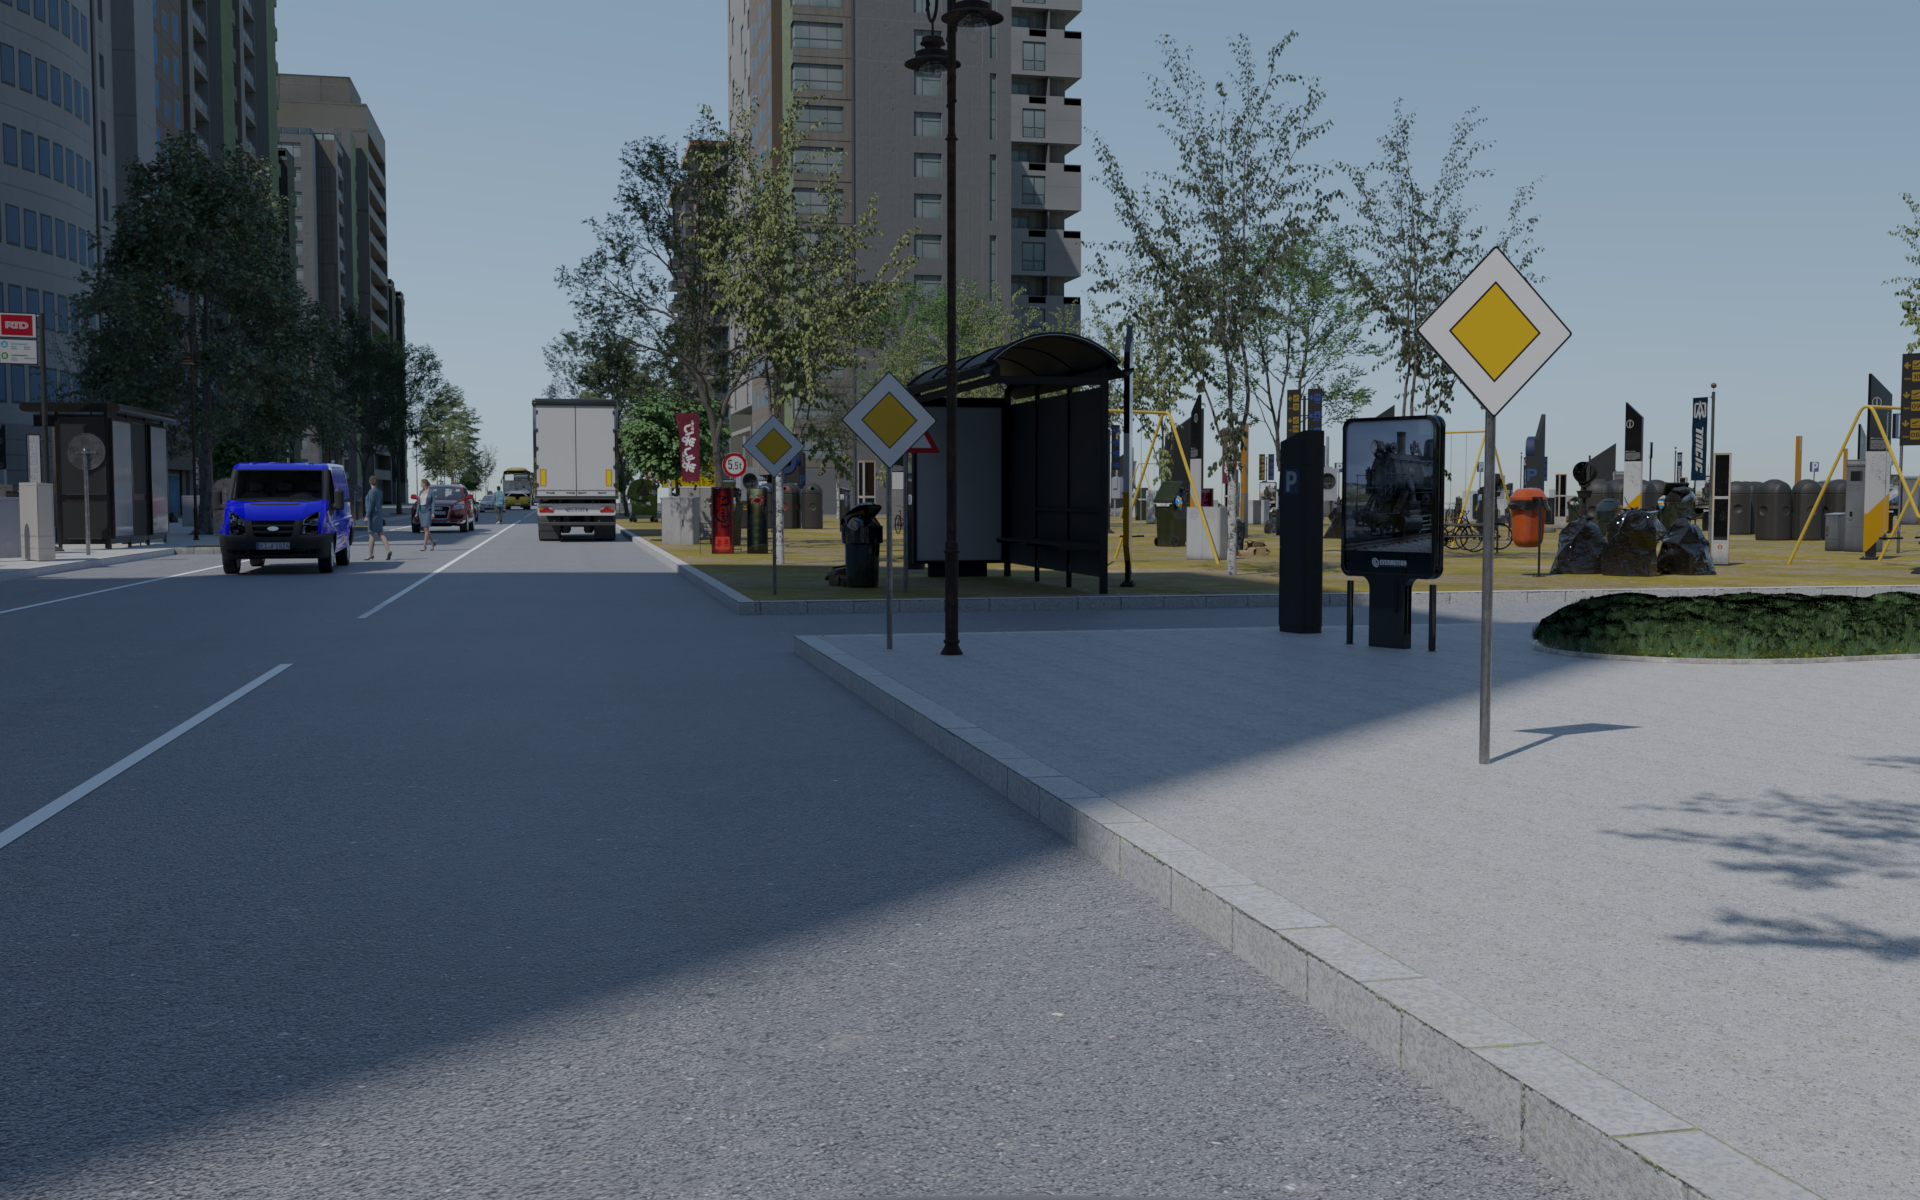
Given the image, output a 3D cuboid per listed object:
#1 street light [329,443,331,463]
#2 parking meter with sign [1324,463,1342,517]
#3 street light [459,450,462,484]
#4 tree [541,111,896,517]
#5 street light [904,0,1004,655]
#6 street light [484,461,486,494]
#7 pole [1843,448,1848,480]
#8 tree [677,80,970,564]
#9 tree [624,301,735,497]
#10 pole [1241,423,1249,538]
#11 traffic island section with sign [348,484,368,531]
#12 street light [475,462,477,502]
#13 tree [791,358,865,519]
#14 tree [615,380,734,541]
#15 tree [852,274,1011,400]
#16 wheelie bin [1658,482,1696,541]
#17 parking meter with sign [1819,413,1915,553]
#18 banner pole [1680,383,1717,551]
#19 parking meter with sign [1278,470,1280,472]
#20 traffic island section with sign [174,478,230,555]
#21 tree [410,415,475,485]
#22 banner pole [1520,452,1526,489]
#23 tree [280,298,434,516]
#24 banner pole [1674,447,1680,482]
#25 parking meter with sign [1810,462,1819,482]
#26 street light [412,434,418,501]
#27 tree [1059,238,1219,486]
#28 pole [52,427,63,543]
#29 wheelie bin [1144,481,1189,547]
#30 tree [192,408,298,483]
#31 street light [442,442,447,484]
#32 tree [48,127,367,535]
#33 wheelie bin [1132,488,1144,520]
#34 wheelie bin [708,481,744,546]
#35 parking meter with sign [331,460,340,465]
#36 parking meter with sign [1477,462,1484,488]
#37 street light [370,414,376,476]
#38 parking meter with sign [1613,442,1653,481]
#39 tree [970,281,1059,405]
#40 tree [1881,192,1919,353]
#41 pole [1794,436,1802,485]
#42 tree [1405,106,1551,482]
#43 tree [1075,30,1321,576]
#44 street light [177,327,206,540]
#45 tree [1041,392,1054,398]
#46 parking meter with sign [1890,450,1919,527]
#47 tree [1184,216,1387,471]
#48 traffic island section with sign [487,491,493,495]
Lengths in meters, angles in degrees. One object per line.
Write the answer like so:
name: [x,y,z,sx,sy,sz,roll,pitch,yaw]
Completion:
street light: [-27.920,-6.358,76.748,0.468,5.910,1.993,-1,4,-13]
parking meter with sign: [20.710,-6.143,96.694,0.543,3.016,1.738,-1,4,-19]
street light: [-50.546,-12.374,175.096,0.468,5.910,1.993,-1,4,-13]
tree: [-5.729,-6.560,41.661,8.767,10.594,7.601,0,4,-4]
street light: [-0.066,-2.501,13.677,0.468,5.910,1.993,-1,4,-13]
street light: [-63.731,-15.895,232.667,0.468,5.910,1.993,-1,4,-13]
pole: [39.537,-5.110,77.391,0.158,3.312,0.155,0,3,0]
tree: [-3.097,-4.954,31.355,4.737,8.622,4.395,0,3,0]
tree: [-10.949,-7.078,66.081,4.360,8.622,3.978,0,3,0]
pole: [8.223,-3.436,50.025,0.158,3.312,0.155,0,3,0]
traffic island section with sign: [-23.886,-3.655,68.390,1.989,1.847,2.006,-1,4,-13]
street light: [-56.990,-14.118,203.615,0.468,5.910,1.993,-1,4,-13]
tree: [-6.327,-8.429,88.183,4.360,8.622,3.978,0,3,0]
tree: [-7.849,-3.917,47.752,4.285,4.588,4.351,0,3,0]
tree: [-1.301,-9.566,82.157,9.928,11.665,9.643,0,3,0]
wheelie bin: [19.296,-2.363,46.543,0.980,1.594,0.693,0,4,-4]
parking meter with sign: [19.986,-2.566,38.223,0.543,3.016,1.738,-2,4,-26]
banner pole: [16.861,-3.011,39.249,0.401,3.779,0.863,-1,4,-20]
parking meter with sign: [17.785,-5.921,93.075,0.543,3.016,1.738,3,5,44]
traffic island section with sign: [-17.862,-2.048,42.114,1.989,1.847,2.006,-1,4,-13]
tree: [-48.237,-12.792,159.517,4.737,8.622,4.395,0,3,0]
banner pole: [33.554,-6.910,103.000,0.401,3.779,0.863,-3,5,-39]
tree: [-29.397,-9.020,81.896,7.601,10.594,8.767,0,4,-3]
banner pole: [37.765,-6.187,91.181,0.401,3.779,0.863,-1,4,-10]
parking meter with sign: [46.310,-5.893,92.615,0.543,3.016,1.738,-1,4,-19]
street light: [-38.350,-9.143,122.281,0.468,5.910,1.993,-1,4,-13]
tree: [5.586,-6.039,49.100,4.737,8.622,4.395,0,3,0]
pole: [-23.722,-3.162,45.537,0.158,3.312,0.155,0,3,0]
wheelie bin: [5.152,-2.103,42.298,0.693,1.594,0.980,-3,5,-41]
tree: [-25.969,-4.863,63.220,4.285,4.588,4.351,0,3,0]
street light: [-44.988,-10.906,151.101,0.468,5.910,1.993,-1,4,-13]
tree: [-23.713,-8.408,54.482,9.611,12.733,9.660,0,3,0]
wheelie bin: [8.811,-4.674,84.332,0.980,1.594,0.693,0,4,-6]
wheelie bin: [-5.782,-2.137,42.852,0.980,1.594,0.693,3,5,39]
parking meter with sign: [-32.392,-5.643,88.523,1.738,3.016,0.543,3,5,40]
parking meter with sign: [28.766,-5.938,93.355,0.543,3.016,1.738,-3,5,-43]
street light: [-31.863,-7.418,94.070,0.468,5.910,1.993,-1,4,-13]
parking meter with sign: [22.327,-3.792,58.266,1.738,3.016,0.543,1,4,18]
tree: [1.012,-6.648,59.061,4.737,8.622,4.395,0,3,0]
tree: [22.937,-5.425,39.064,4.737,8.622,4.395,0,3,0]
pole: [29.369,-4.090,60.711,0.158,3.312,0.155,0,3,0]
tree: [8.902,-5.053,32.975,4.360,8.622,3.978,0,3,0]
tree: [4.045,-4.687,26.994,4.360,8.622,3.978,0,3,0]
street light: [-21.274,-4.604,48.067,0.468,5.910,1.993,-1,4,-13]
tree: [5.449,-7.378,70.994,4.360,8.622,3.978,0,3,0]
parking meter with sign: [39.675,-4.647,72.239,1.738,3.016,0.543,3,5,44]
tree: [12.316,-8.576,65.965,9.928,11.665,9.643,0,3,0]
traffic island section with sign: [-53.568,-11.569,197.788,1.989,1.847,2.006,-1,4,-13]
